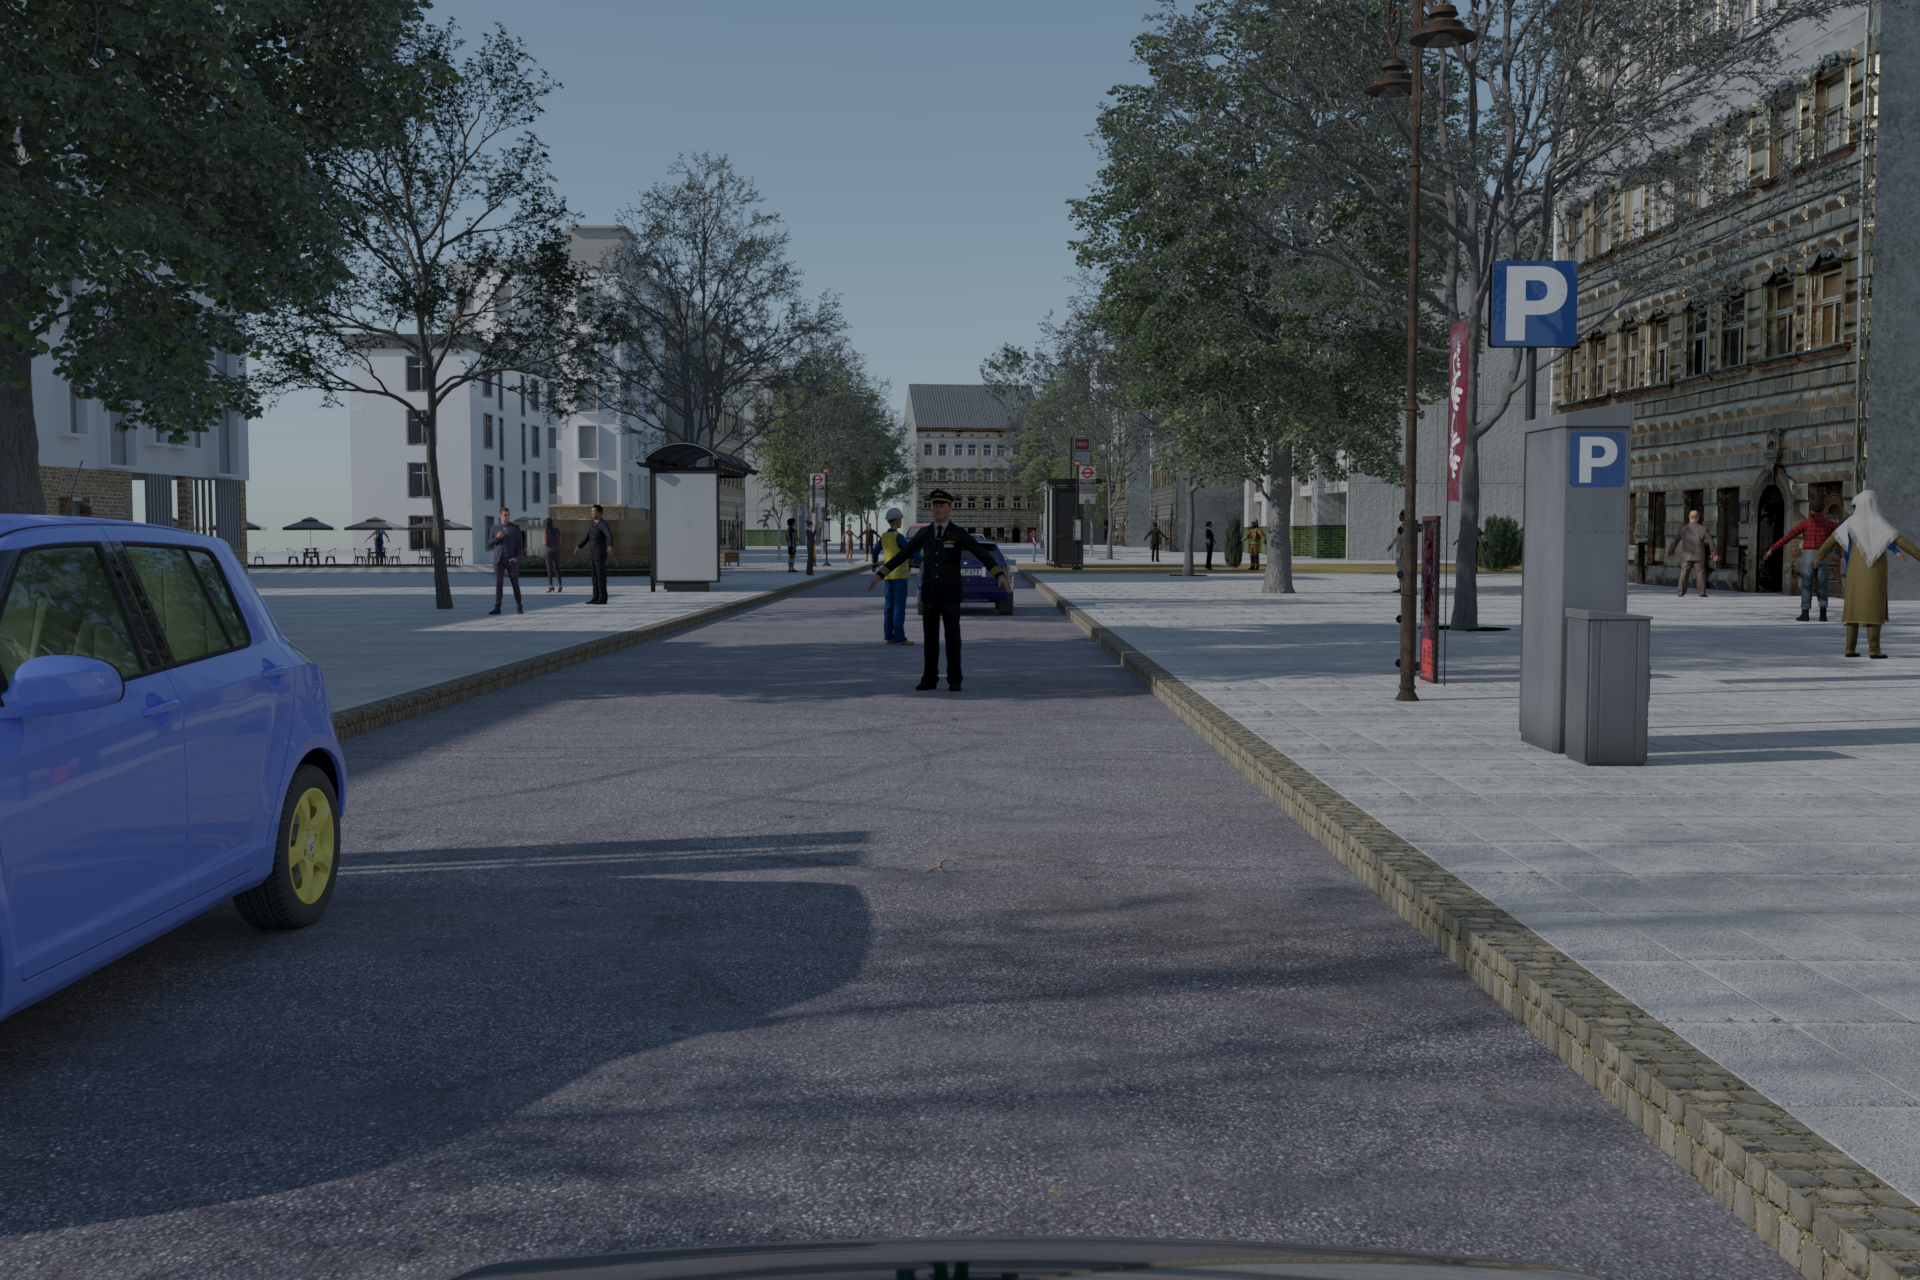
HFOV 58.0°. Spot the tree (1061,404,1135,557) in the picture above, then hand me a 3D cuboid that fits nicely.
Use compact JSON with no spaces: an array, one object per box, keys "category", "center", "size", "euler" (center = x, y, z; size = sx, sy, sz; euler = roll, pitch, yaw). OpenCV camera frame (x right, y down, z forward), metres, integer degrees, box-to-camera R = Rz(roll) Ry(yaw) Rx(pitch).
[{"category":"tree","center":[7.753,-9.073,98.704],"size":[4.737,8.622,4.395],"euler":[0,3,0]}]

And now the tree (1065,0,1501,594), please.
[{"category":"tree","center":[6.938,-7.983,37.182],"size":[9.857,13.997,8.962],"euler":[0,3,0]}]

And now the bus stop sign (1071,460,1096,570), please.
[{"category":"bus stop sign","center":[4.450,-4.507,62.386],"size":[0.855,3.939,0.416],"euler":[0,4,0]}]

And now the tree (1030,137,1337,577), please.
[{"category":"tree","center":[7.122,-8.691,52.467],"size":[12.009,13.543,11.850],"euler":[0,3,0]}]

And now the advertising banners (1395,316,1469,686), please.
[{"category":"advertising banners","center":[4.082,-1.151,15.012],"size":[0.090,3.025,2.074],"euler":[0,4,1]}]

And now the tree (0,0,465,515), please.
[{"category":"tree","center":[-9.096,-6.709,16.341],"size":[9.857,13.997,8.962],"euler":[0,3,0]}]

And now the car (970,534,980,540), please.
[{"category":"car","center":[0.604,-6.382,116.144],"size":[2.131,1.459,4.920],"euler":[0,4,1]}]

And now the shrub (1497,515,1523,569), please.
[{"category":"shrub","center":[19.880,-3.587,63.066],"size":[1.690,2.028,1.600],"euler":[0,3,0]}]

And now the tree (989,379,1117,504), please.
[{"category":"tree","center":[7.328,-13.817,136.280],"size":[12.009,13.543,11.850],"euler":[0,3,0]}]

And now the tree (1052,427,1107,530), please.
[{"category":"tree","center":[7.497,-9.869,111.713],"size":[4.360,8.622,3.978],"euler":[0,3,0]}]

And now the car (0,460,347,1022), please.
[{"category":"car","center":[-3.202,0.278,5.041],"size":[1.945,1.707,3.694],"euler":[0,4,1]}]

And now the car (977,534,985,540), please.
[{"category":"car","center":[1.099,-7.035,125.249],"size":[2.015,1.641,3.980],"euler":[0,4,1]}]

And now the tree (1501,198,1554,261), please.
[{"category":"tree","center":[27.297,-13.261,72.708],"size":[12.611,20.169,13.585],"euler":[0,3,0]}]

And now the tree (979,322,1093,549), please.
[{"category":"tree","center":[8.531,-18.143,152.519],"size":[12.611,20.169,13.585],"euler":[0,3,0]}]

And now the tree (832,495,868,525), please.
[{"category":"tree","center":[-17.350,-20.887,251.863],"size":[12.009,13.543,11.850],"euler":[0,3,0]}]

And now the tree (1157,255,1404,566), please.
[{"category":"tree","center":[12.438,-9.713,69.185],"size":[12.009,13.543,11.850],"euler":[0,3,0]}]

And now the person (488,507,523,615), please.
[{"category":"person","center":[-7.254,-1.265,27.643],"size":[0.541,1.710,0.530],"euler":[1,4,9]}]

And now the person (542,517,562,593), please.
[{"category":"person","center":[-8.943,-1.862,37.962],"size":[0.415,1.643,0.593],"euler":[0,4,5]}]

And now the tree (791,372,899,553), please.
[{"category":"tree","center":[-8.105,-12.347,119.993],"size":[7.486,12.596,7.792],"euler":[0,3,0]}]

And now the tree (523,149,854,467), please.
[{"category":"tree","center":[-8.356,-8.826,54.681],"size":[12.009,13.543,11.850],"euler":[0,3,0]}]

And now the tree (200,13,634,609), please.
[{"category":"tree","center":[-9.187,-5.807,29.353],"size":[7.601,10.594,8.767],"euler":[-1,4,-17]}]

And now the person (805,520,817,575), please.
[{"category":"person","center":[-4.557,-2.876,53.871],"size":[0.445,1.727,0.742],"euler":[-3,5,-42]}]

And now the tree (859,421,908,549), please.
[{"category":"tree","center":[-8.217,-13.762,150.757],"size":[9.928,11.665,9.643],"euler":[0,3,0]}]

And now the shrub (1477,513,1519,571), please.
[{"category":"shrub","center":[18.524,-3.404,60.079],"size":[1.690,2.028,1.600],"euler":[0,3,0]}]

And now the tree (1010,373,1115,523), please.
[{"category":"tree","center":[7.242,-12.434,121.420],"size":[7.486,12.596,7.792],"euler":[0,3,0]}]

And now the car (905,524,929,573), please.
[{"category":"car","center":[-1.116,-3.297,62.585],"size":[2.281,1.827,5.304],"euler":[0,3,0]}]

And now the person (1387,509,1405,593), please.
[{"category":"person","center":[9.700,-1.948,37.933],"size":[0.704,1.819,1.344],"euler":[2,4,35]}]

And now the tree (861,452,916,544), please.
[{"category":"tree","center":[-7.520,-13.868,161.159],"size":[8.767,10.594,7.601],"euler":[2,4,34]}]

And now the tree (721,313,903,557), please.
[{"category":"tree","center":[-8.102,-11.296,95.051],"size":[12.009,13.543,11.850],"euler":[0,3,0]}]

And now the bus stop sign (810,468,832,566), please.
[{"category":"bus stop sign","center":[-5.599,-4.958,69.761],"size":[0.855,3.939,0.416],"euler":[0,4,0]}]

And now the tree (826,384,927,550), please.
[{"category":"tree","center":[-8.006,-14.053,140.128],"size":[12.009,13.543,11.850],"euler":[0,3,0]}]

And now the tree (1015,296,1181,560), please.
[{"category":"tree","center":[7.682,-10.797,86.904],"size":[12.009,13.543,11.850],"euler":[0,3,0]}]

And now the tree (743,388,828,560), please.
[{"category":"tree","center":[-8.749,-8.224,84.827],"size":[4.737,8.622,4.395],"euler":[0,3,0]}]

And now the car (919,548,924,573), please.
[{"category":"car","center":[-0.377,-2.902,56.241],"size":[1.959,1.807,4.718],"euler":[0,4,1]}]

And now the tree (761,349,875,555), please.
[{"category":"tree","center":[-8.753,-11.506,106.254],"size":[7.486,12.596,7.792],"euler":[0,3,0]}]

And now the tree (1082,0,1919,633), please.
[{"category":"tree","center":[6.887,-6.872,22.728],"size":[12.009,13.543,11.850],"euler":[0,3,0]}]

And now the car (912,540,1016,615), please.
[{"category":"car","center":[0.081,-1.184,31.939],"size":[1.945,1.354,3.894],"euler":[0,4,0]}]

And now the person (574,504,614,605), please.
[{"category":"person","center":[-6.617,-1.560,31.557],"size":[0.704,1.823,1.345],"euler":[-3,5,-40]}]

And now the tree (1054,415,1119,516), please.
[{"category":"tree","center":[7.039,-9.443,104.749],"size":[4.360,8.622,3.978],"euler":[0,3,0]}]
